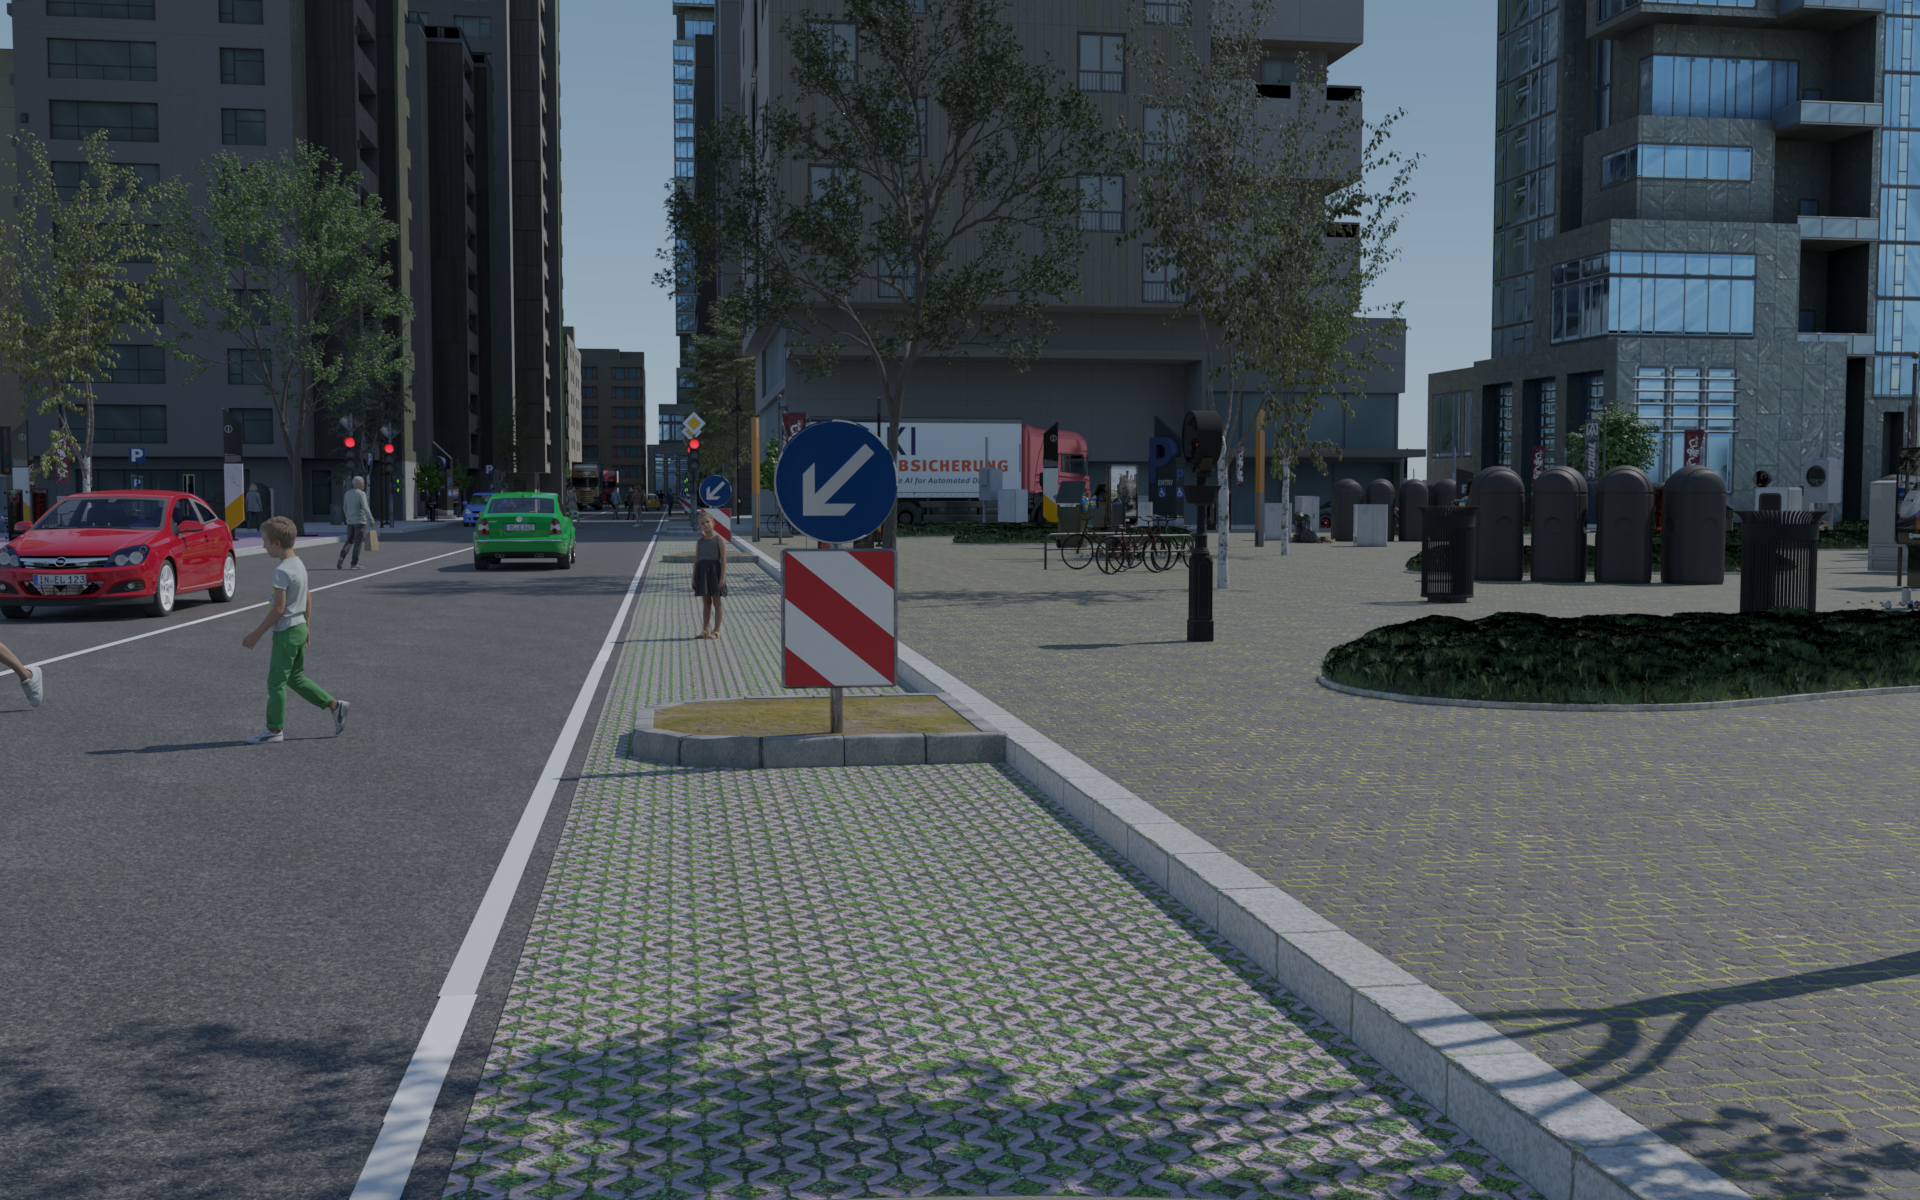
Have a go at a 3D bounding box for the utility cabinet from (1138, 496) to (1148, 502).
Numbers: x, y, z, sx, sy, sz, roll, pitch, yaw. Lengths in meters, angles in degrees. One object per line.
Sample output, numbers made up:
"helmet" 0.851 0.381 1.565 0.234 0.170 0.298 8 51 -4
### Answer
"utility cabinet" 6.754 -3.094 61.756 1.020 1.237 0.306 2 4 32

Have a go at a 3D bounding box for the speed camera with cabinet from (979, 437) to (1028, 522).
"speed camera with cabinet" 1.490 -3.987 59.525 0.660 3.252 2.038 -3 4 -37

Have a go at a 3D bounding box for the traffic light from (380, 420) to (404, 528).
"traffic light" -21.397 -4.664 65.175 0.839 4.253 0.868 -1 4 -9

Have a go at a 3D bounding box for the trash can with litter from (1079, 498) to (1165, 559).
"trash can with litter" 3.177 -1.481 35.277 1.678 1.210 2.233 -1 4 -18

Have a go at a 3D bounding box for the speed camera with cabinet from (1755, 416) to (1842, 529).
"speed camera with cabinet" 21.541 -3.072 44.556 0.660 3.252 2.038 -2 4 -30

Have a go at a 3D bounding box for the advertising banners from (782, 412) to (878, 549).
"advertising banners" -2.786 -2.503 37.107 2.074 3.025 0.090 0 4 5

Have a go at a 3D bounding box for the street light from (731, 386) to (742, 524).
"street light" -9.472 -6.176 73.769 0.468 5.910 1.993 -1 4 -9

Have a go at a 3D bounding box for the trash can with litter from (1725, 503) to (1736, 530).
"trash can with litter" 21.328 -2.223 47.738 1.055 1.170 0.624 2 4 31

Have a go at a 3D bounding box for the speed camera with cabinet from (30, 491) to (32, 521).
"speed camera with cabinet" -43.464 -5.302 81.021 2.038 3.252 0.660 0 4 -3

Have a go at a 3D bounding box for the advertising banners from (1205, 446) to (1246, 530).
"advertising banners" 9.545 -4.036 62.184 2.074 3.025 0.090 -3 4 -37

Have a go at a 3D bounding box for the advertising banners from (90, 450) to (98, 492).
"advertising banners" -33.578 -4.350 67.304 0.090 3.025 2.074 -3 5 -39

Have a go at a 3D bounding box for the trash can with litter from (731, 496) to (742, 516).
"trash can with litter" -13.388 -5.556 102.224 1.055 1.170 0.624 1 4 13

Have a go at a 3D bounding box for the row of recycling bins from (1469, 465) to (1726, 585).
"row of recycling bins" 9.243 -1.110 25.261 3.534 1.692 1.069 1 4 22

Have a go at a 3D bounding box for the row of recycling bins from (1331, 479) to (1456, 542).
"row of recycling bins" 11.922 -2.451 47.192 3.534 1.692 1.069 0 4 3

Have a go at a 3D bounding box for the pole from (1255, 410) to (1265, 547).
"pole" 7.260 -2.941 41.929 0.158 3.312 0.155 0 3 0

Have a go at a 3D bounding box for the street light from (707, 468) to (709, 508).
"street light" -20.560 -10.297 141.141 0.468 5.910 1.993 -1 4 -9

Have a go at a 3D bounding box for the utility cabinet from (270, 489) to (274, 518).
"utility cabinet" -28.075 -3.704 69.236 0.318 1.500 1.173 3 5 42

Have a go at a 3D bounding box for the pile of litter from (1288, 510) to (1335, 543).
"pile of litter" 9.228 -1.945 45.761 1.176 0.858 1.719 -1 4 -9

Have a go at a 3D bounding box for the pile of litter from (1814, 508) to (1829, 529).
"pile of litter" 31.045 -2.972 62.563 1.719 0.858 1.176 -2 4 -31

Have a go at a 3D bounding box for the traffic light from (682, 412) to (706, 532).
"traffic light" -9.082 -4.294 59.130 0.839 4.253 0.868 -1 4 -9

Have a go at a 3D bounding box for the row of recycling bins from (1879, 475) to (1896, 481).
"row of recycling bins" 21.253 -1.801 36.562 3.534 1.692 1.069 2 4 24

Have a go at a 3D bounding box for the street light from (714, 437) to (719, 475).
"street light" -15.014 -8.246 107.603 0.468 5.910 1.993 -1 4 -9

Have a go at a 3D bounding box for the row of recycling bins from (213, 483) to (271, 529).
"row of recycling bins" -27.059 -3.553 65.203 3.534 1.692 1.069 3 5 43

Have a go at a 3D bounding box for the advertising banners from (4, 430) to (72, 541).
"advertising banners" -25.120 -3.121 47.223 2.074 3.025 0.090 1 4 9

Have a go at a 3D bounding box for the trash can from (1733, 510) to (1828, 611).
"trash can" 7.111 -0.208 15.048 0.748 1.137 0.748 0 3 0

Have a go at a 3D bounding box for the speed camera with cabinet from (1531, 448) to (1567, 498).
"speed camera with cabinet" 25.565 -4.927 74.897 0.660 3.252 2.038 -1 4 -17

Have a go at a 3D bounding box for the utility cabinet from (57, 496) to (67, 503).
"utility cabinet" -26.090 -2.441 51.077 1.020 1.237 0.306 1 4 15

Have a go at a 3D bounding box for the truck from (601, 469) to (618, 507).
"truck" -39.549 -12.524 193.682 2.839 4.237 11.283 -1 4 -10

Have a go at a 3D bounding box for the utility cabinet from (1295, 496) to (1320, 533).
"utility cabinet" 11.590 -2.853 57.809 1.020 1.237 0.306 -3 5 -43

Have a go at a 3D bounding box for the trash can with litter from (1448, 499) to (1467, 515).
"trash can with litter" 11.211 -1.630 38.043 1.055 1.170 0.624 -2 4 -30

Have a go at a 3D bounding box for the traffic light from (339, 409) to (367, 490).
"traffic light" -20.092 -4.182 57.297 0.839 4.253 0.868 -1 4 -9

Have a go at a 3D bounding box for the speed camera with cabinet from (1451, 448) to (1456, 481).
"speed camera with cabinet" 21.051 -4.822 73.181 0.660 3.252 2.038 1 4 18

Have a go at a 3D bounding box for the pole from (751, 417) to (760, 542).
"pole" -5.442 -3.198 46.136 0.158 3.312 0.155 0 3 0

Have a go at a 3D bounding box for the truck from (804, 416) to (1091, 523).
"truck" -0.153 -4.626 64.546 11.283 4.237 2.839 -1 4 -11

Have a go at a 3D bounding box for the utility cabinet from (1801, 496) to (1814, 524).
"utility cabinet" 25.995 -2.610 53.838 0.306 1.237 1.020 -2 4 -31

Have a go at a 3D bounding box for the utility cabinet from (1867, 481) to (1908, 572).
"utility cabinet" 15.424 -1.189 28.124 0.318 1.500 1.173 -3 4 -38

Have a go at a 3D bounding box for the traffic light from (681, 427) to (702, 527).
"traffic light" -10.387 -4.776 67.008 0.839 4.253 0.868 -1 4 -9

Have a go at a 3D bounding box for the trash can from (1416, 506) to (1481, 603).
"trash can" 5.790 -0.545 20.557 0.748 1.137 0.748 0 3 0

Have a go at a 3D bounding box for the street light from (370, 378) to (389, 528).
"street light" -21.872 -5.661 65.345 0.468 5.910 1.993 -1 4 -9

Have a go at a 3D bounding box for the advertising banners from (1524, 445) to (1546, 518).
"advertising banners" 19.977 -4.028 62.041 2.074 3.025 0.090 0 4 -7

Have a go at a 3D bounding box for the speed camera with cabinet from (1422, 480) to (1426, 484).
"speed camera with cabinet" 29.872 -7.238 112.672 0.660 3.252 2.038 -1 4 -15

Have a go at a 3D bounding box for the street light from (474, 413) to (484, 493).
"street light" -27.609 -7.749 99.490 0.468 5.910 1.993 -1 4 -9

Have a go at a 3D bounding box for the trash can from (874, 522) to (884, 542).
"trash can" -2.142 -2.115 46.241 0.748 1.137 0.748 0 3 0

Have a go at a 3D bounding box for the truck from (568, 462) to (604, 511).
"truck" -33.008 -10.063 153.447 2.839 4.237 11.283 -1 4 -10

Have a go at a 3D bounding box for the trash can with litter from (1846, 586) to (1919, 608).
"trash can with litter" 10.786 -0.501 19.245 1.678 1.210 2.233 2 4 28
